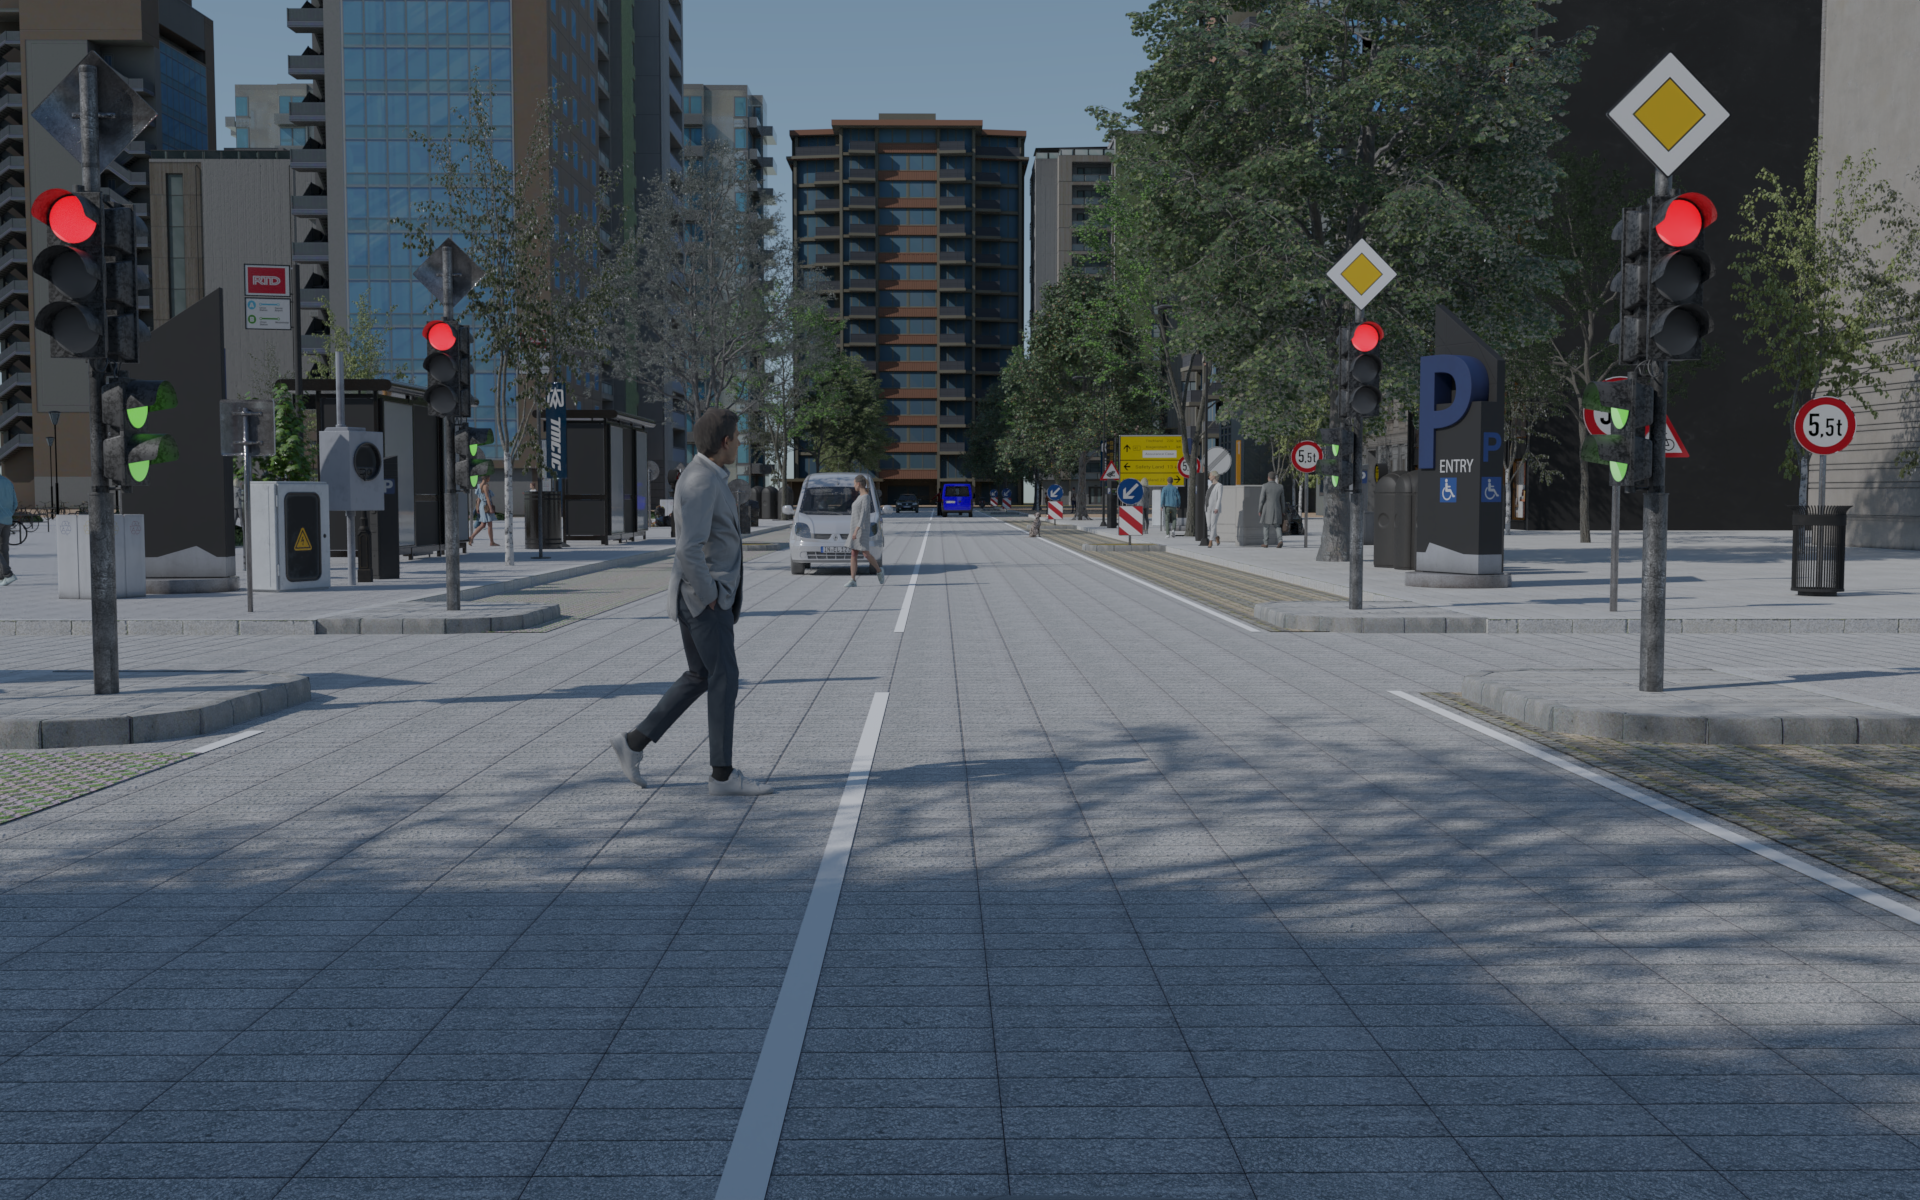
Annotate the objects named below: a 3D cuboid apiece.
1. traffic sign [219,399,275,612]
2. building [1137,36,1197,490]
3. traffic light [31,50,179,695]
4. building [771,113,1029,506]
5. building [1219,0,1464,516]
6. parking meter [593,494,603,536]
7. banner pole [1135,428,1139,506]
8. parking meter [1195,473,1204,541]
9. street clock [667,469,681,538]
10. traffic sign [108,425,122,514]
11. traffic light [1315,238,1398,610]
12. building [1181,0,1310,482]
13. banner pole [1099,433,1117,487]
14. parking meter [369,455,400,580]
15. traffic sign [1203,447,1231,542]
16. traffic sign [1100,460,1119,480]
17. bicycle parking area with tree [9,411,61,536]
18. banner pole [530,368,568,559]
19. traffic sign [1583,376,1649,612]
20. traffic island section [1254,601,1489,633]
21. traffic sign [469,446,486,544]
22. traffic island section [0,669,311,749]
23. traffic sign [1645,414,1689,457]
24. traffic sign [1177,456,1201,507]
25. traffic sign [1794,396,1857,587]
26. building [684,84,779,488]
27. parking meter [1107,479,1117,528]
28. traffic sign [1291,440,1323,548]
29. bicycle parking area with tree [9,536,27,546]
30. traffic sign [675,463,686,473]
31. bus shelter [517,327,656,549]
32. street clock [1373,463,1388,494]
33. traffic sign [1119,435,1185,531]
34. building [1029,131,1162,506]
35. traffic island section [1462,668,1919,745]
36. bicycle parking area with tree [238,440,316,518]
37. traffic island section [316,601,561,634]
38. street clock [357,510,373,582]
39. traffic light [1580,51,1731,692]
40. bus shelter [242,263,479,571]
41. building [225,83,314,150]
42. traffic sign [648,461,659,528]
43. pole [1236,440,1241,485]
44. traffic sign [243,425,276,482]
[{"bbox_3d":[-7.709,-1.017,18.756,0.606,2.300,0.079,0,4,5],"label":"traffic sign"},{"bbox_3d":[36.001,-37.700,205.641,27.495,52.752,28.713,0,4,-1],"label":"building"},{"bbox_3d":[-5.475,-1.352,11.028,0.839,4.253,0.868,0,4,-1],"label":"traffic light"},{"bbox_3d":[-6.758,-33.487,202.144,28.867,44.769,22.147,0,4,-1],"label":"building"},{"bbox_3d":[30.499,-48.787,110.347,22.319,86.520,31.000,0,4,-1],"label":"building"},{"bbox_3d":[-10.479,-2.717,50.132,0.255,1.863,0.399,0,4,-3],"label":"parking meter"},{"bbox_3d":[6.829,-4.610,65.395,0.401,3.779,0.863,-3,5,-39],"label":"banner pole"},{"bbox_3d":[6.571,-2.542,47.267,0.255,1.863,0.399,0,4,0],"label":"parking meter"},{"bbox_3d":[-8.396,-2.837,50.962,0.358,2.002,0.471,1,4,17],"label":"street clock"},{"bbox_3d":[-12.107,-1.524,25.024,0.768,2.556,0.104,0,4,6],"label":"traffic sign"},{"bbox_3d":[4.384,-1.849,19.154,0.839,4.253,0.868,0,4,-1],"label":"traffic light"},{"bbox_3d":[29.989,-29.797,141.806,22.147,44.769,28.867,0,4,-1],"label":"building"},{"bbox_3d":[6.138,-4.950,70.951,0.863,3.779,0.401,0,4,-6],"label":"banner pole"},{"bbox_3d":[-8.694,-1.248,26.119,0.399,1.863,0.255,-3,5,-44],"label":"parking meter"},{"bbox_3d":[6.901,-2.842,46.569,0.768,2.556,0.104,1,4,8],"label":"traffic sign"},{"bbox_3d":[5.817,-4.073,66.593,0.884,2.594,0.081,0,4,2],"label":"traffic sign"},{"bbox_3d":[-33.777,-4.497,60.522,8.231,4.147,9.016,2,4,31],"label":"bicycle parking area with tree"},{"bbox_3d":[-8.121,-2.706,34.260,0.863,3.779,0.401,1,4,20],"label":"banner pole"},{"bbox_3d":[7.136,-1.145,18.835,0.768,2.556,0.104,0,4,4],"label":"traffic sign"},{"bbox_3d":[4.424,0.184,19.268,2.009,0.180,2.903,0,4,-1],"label":"traffic island section"},{"bbox_3d":[-12.648,-2.734,44.800,0.768,2.556,0.104,0,4,2],"label":"traffic sign"},{"bbox_3d":[-5.515,0.680,11.162,2.009,0.180,2.903,0,4,-1],"label":"traffic island section"},{"bbox_3d":[10.136,-1.540,25.191,0.884,2.594,0.081,0,4,0],"label":"traffic sign"},{"bbox_3d":[7.390,-3.415,55.946,0.768,2.556,0.104,0,4,0],"label":"traffic sign"},{"bbox_3d":[11.254,-1.377,22.612,0.768,2.556,0.104,1,4,8],"label":"traffic sign"},{"bbox_3d":[-36.514,-35.622,202.033,30.456,49.044,23.786,0,4,-1],"label":"building"},{"bbox_3d":[5.692,-3.615,64.820,0.255,1.863,0.399,-2,4,-24],"label":"parking meter"},{"bbox_3d":[8.256,-2.518,41.272,0.768,2.556,0.104,0,4,3],"label":"traffic sign"},{"bbox_3d":[-26.838,-3.279,40.621,9.016,4.147,8.231,1,4,12],"label":"bicycle parking area with tree"},{"bbox_3d":[-11.738,-4.465,72.743,0.795,2.593,0.064,0,4,8],"label":"traffic sign"},{"bbox_3d":[-9.572,-4.081,44.363,2.179,5.291,8.768,0,4,-1],"label":"bus shelter"},{"bbox_3d":[9.913,-2.217,40.816,0.358,2.002,0.471,0,4,0],"label":"street clock"},{"bbox_3d":[6.606,-4.018,59.567,2.265,3.308,0.079,0,4,5],"label":"traffic sign"},{"bbox_3d":[15.253,-31.462,198.005,14.086,41.232,14.154,0,4,-1],"label":"building"},{"bbox_3d":[4.525,0.673,11.284,2.009,0.180,2.903,0,4,-1],"label":"traffic island section"},{"bbox_3d":[-33.124,-5.303,73.701,8.231,4.147,9.016,0,4,-4],"label":"bicycle parking area with tree"},{"bbox_3d":[-5.617,0.192,19.146,2.009,0.180,2.903,0,4,-1],"label":"traffic island section"},{"bbox_3d":[-8.658,-1.259,25.158,0.471,2.002,0.358,0,4,-8],"label":"street clock"},{"bbox_3d":[4.485,-1.361,11.170,0.839,4.253,0.868,0,4,-1],"label":"traffic light"},{"bbox_3d":[-11.403,-3.384,32.966,2.179,5.291,8.768,0,4,-1],"label":"bus shelter"},{"bbox_3d":[-67.422,-35.629,202.136,30.456,49.044,23.786,0,4,-1],"label":"building"},{"bbox_3d":[-11.827,-4.027,65.951,0.768,2.556,0.104,0,4,4],"label":"traffic sign"},{"bbox_3d":[10.560,-4.397,65.728,0.158,3.312,0.155,0,3,0],"label":"pole"},{"bbox_3d":[-9.862,-1.464,24.045,0.768,2.556,0.104,0,4,6],"label":"traffic sign"}]
